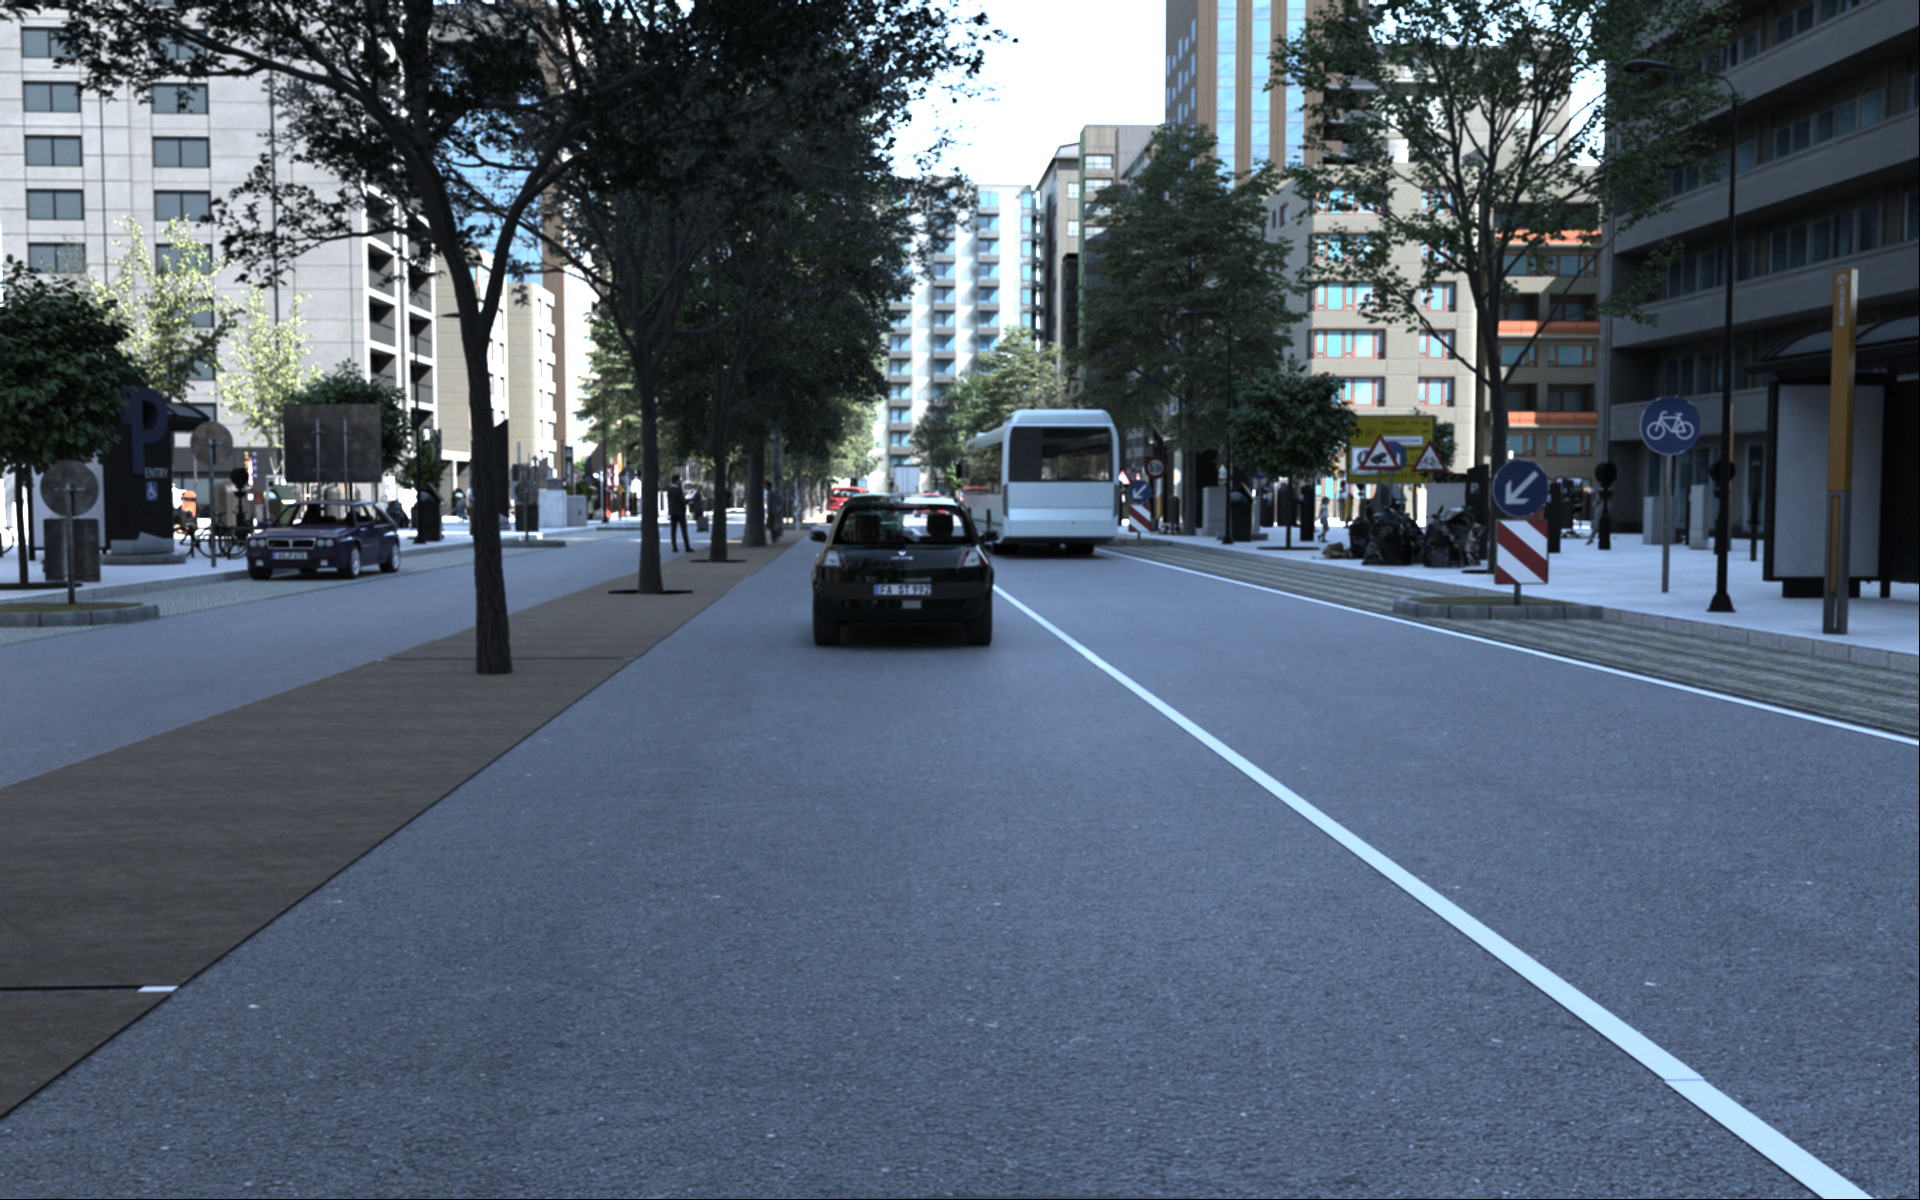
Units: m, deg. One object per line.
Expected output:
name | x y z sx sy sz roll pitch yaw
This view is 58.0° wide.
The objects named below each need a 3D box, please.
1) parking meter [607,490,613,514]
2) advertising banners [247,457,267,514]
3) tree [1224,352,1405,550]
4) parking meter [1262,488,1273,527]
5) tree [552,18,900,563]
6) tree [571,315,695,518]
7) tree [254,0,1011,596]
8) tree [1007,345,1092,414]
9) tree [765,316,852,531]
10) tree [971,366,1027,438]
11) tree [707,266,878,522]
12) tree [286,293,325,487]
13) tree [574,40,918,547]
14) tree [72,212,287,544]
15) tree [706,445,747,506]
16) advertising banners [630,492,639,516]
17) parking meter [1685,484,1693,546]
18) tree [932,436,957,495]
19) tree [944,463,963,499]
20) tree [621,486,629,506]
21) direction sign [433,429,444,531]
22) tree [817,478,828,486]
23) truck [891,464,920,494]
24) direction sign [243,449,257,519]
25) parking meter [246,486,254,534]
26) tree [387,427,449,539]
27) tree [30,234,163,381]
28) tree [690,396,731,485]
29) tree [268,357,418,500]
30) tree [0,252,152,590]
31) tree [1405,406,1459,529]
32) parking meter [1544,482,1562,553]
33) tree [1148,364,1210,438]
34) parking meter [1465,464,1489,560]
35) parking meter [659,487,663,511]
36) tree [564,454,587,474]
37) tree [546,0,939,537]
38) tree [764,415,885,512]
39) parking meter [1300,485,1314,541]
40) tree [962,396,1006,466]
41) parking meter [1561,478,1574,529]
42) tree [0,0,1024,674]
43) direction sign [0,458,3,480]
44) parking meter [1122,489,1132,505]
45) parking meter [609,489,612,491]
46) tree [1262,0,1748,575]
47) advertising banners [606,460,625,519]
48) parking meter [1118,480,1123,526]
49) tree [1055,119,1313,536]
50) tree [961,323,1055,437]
parking meter | -22.928 -6.420 113.373 0.372 1.533 0.369 0 3 0
advertising banners | -33.551 -5.295 82.759 0.090 3.025 2.074 0 4 3
tree | 7.627 -3.451 40.137 4.285 4.588 4.351 0 3 0
parking meter | 11.868 -3.574 66.849 0.372 1.533 0.369 0 3 0
tree | -4.946 -6.583 35.848 9.928 11.665 9.643 0 3 0
tree | -17.258 -10.783 94.430 7.486 12.596 7.792 0 3 0
tree | -4.398 -6.817 24.291 12.009 13.543 11.850 0 3 0
tree | 4.457 -8.212 84.625 4.360 8.622 3.978 0 3 0
tree | -6.245 -6.973 66.833 4.737 8.622 4.395 0 3 0
tree | 1.873 -13.072 139.477 9.928 11.665 9.643 0 3 0
tree | -7.628 -9.765 80.244 7.486 12.596 7.792 0 3 0
tree | -23.463 -6.655 59.175 4.737 8.622 4.395 0 3 0
tree | -5.592 -8.409 46.605 9.857 13.997 8.962 0 3 0
tree | -20.685 -5.764 44.605 4.737 8.622 4.395 0 3 0
tree | -22.970 -16.480 186.456 9.611 12.733 9.660 0 3 0
advertising banners | -19.899 -6.467 101.921 2.074 3.025 0.090 1 4 14
parking meter | 18.307 -2.128 43.208 0.372 1.533 0.369 0 3 0
tree | -1.416 -15.177 198.511 4.737 8.622 4.395 0 3 0
tree | -0.183 -11.662 174.386 4.285 4.588 4.351 0 3 0
tree | -25.045 -8.318 130.604 1.663 3.219 1.824 0 3 0
direction sign | -18.332 -4.208 60.796 0.379 3.537 0.876 -2 4 -34
tree | -11.185 -11.639 143.124 4.360 8.622 3.978 0 3 0
truck | -5.239 -10.990 168.597 2.839 4.237 11.283 0 4 -3
direction sign | -36.150 -5.887 88.241 0.379 3.537 0.876 1 4 23
parking meter | -23.111 -2.922 56.183 0.372 1.533 0.369 0 3 0
tree | -15.321 -3.364 49.599 1.663 3.219 1.824 0 3 0
tree | -24.393 -6.027 48.905 4.360 8.622 3.978 0 3 0
tree | -18.063 -10.465 121.462 4.737 8.622 4.395 0 3 0
tree | -14.741 -3.538 41.561 4.285 4.588 4.351 0 3 0
tree | -12.840 -2.450 23.772 4.285 4.588 4.351 0 3 0
tree | 17.169 -4.978 65.107 4.285 4.588 4.351 0 3 0
parking meter | 12.940 -1.802 37.867 0.372 1.533 0.369 0 3 0
tree | 12.303 -8.782 93.941 4.360 8.622 3.978 0 3 0
parking meter | 10.094 -1.719 33.820 0.255 1.863 0.399 -3 5 -42
parking meter | -22.578 -7.619 130.282 0.399 1.863 0.255 1 4 11
tree | -30.855 -9.710 142.464 4.285 4.588 4.351 0 3 0
tree | -7.330 -12.190 57.650 12.611 20.169 13.585 0 3 0
tree | -10.628 -13.179 134.945 9.611 12.733 9.660 0 3 0
parking meter | 9.502 -2.384 47.383 0.372 1.533 0.369 0 3 0
tree | 2.907 -10.539 122.681 4.737 8.622 4.395 0 3 0
parking meter | 22.434 -3.561 63.941 0.255 1.863 0.399 -2 4 -26
tree | -3.709 -4.707 13.828 8.767 10.594 7.601 0 4 -3
direction sign | -51.859 -6.253 94.241 0.876 3.537 0.379 -1 4 -15
parking meter | 8.794 -5.115 92.048 0.372 1.533 0.369 0 3 0
parking meter | -26.581 -7.688 131.412 0.255 1.863 0.399 1 4 8
tree | 8.581 -6.233 27.658 9.928 11.665 9.643 0 3 0
advertising banners | -18.141 -5.668 88.859 0.090 3.025 2.074 3 4 36
parking meter | 6.398 -3.934 70.035 0.255 1.863 0.399 1 4 23
tree | 7.006 -8.281 53.524 7.486 12.596 7.792 0 3 0
tree | 3.964 -12.090 115.790 7.486 12.596 7.792 0 3 0
